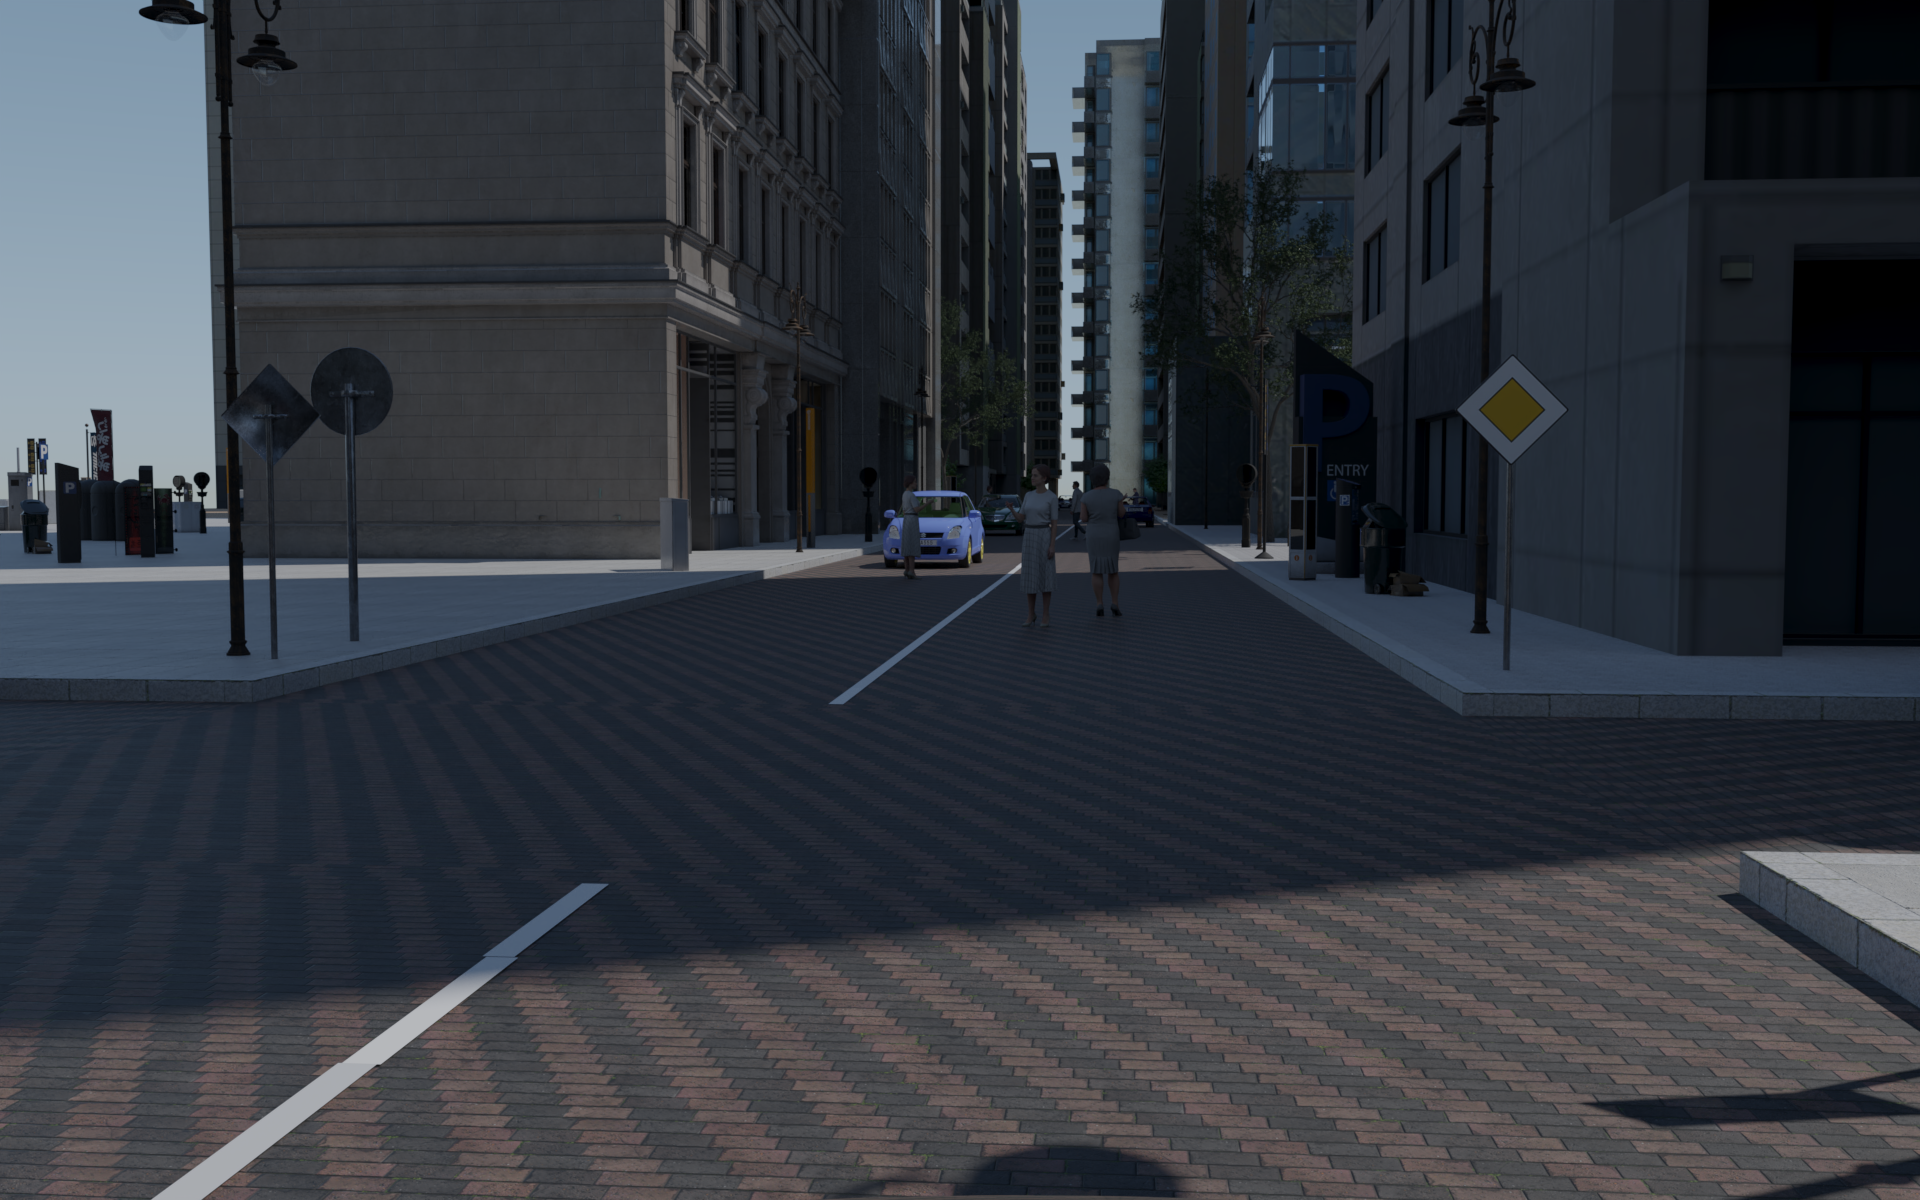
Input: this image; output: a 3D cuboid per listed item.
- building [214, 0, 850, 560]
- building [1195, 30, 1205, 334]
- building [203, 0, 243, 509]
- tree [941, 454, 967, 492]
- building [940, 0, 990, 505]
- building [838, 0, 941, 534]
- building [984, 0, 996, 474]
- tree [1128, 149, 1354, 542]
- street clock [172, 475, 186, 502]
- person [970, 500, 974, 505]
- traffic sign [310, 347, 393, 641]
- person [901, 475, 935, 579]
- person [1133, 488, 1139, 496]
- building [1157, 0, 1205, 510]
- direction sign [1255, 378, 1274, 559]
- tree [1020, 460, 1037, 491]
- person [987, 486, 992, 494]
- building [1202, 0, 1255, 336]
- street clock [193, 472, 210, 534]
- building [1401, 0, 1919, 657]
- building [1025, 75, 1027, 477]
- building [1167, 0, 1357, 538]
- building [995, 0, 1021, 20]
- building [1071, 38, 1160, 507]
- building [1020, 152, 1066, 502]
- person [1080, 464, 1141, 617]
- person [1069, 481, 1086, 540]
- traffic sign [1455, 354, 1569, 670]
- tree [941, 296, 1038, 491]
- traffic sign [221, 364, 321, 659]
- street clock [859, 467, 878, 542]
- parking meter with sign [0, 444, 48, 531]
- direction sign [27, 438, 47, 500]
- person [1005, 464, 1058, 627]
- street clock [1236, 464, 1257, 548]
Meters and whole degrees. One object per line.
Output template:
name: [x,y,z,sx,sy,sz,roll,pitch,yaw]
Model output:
building: [-9.927,-11.261,35.034,10.553,20.767,40.483,0,4,5]
building: [22.128,-20.768,111.250,14.160,30.474,14.107,0,4,5]
building: [-53.171,-43.946,156.764,20.611,71.187,20.563,0,4,5]
tree: [-0.471,-5.483,84.255,1.663,3.219,1.824,0,3,0]
building: [-5.865,-19.838,96.053,14.160,30.474,14.107,0,4,5]
building: [-7.704,-15.105,64.985,12.078,24.808,19.932,0,4,5]
building: [-11.743,-32.328,117.795,28.713,52.752,27.495,0,4,5]
tree: [8.372,-6.834,46.154,8.767,10.594,7.601,1,4,17]
street clock: [-30.041,-3.798,66.669,0.471,2.002,0.358,2,4,28]
person: [0.237,-2.270,50.299,0.352,1.250,0.332,1,4,13]
traffic sign: [-5.287,-0.914,15.044,0.768,2.556,0.104,1,4,9]
person: [-0.738,-1.229,29.161,0.524,1.755,0.480,-2,4,-27]
person: [9.400,-5.197,93.916,0.568,1.767,0.683,1,4,20]
building: [28.101,-32.147,149.300,21.300,48.544,21.600,0,4,5]
direction sign: [6.043,-2.587,34.302,0.379,3.537,0.876,1,4,14]
tree: [6.903,-11.116,165.464,4.285,4.588,4.351,0,3,0]
person: [1.258,-3.625,68.343,0.524,1.755,0.480,0,4,-3]
building: [20.941,-27.315,96.719,14.600,45.320,14.200,0,4,5]
street clock: [-24.564,-3.155,56.153,0.471,2.002,0.358,-2,4,-34]
building: [16.863,-35.629,20.782,20.611,71.187,20.563,0,4,5]
building: [-1.106,-28.868,155.582,14.086,41.232,14.154,0,4,5]
building: [19.488,-45.859,62.459,22.319,86.520,31.000,0,4,5]
building: [-2.537,-27.802,138.156,14.154,41.232,14.086,0,4,5]
building: [27.093,-34.408,182.171,30.456,49.044,23.786,0,4,5]
building: [-0.747,-30.371,188.442,23.993,40.220,32.217,0,4,5]
person: [1.769,-0.705,20.390,0.716,1.782,0.532,0,4,4]
person: [3.716,-2.783,53.842,0.795,1.843,0.661,2,4,34]
traffic sign: [3.977,-0.545,12.552,0.795,2.450,0.064,0,4,5]
tree: [-0.585,-8.839,78.922,8.767,10.594,7.601,0,4,5]
traffic sign: [-5.328,-0.597,13.407,0.795,2.450,0.064,0,4,5]
street clock: [-2.453,-2.560,46.432,0.471,2.002,0.358,-1,4,-11]
parking meter with sign: [-32.737,-3.920,60.346,1.738,3.016,0.543,0,4,1]
direction sign: [-37.393,-4.785,70.231,0.876,3.537,0.379,1,4,12]
person: [0.790,-0.586,18.658,0.480,1.755,0.524,2,4,30]
street clock: [6.854,-2.256,41.453,0.471,2.002,0.358,1,4,21]
